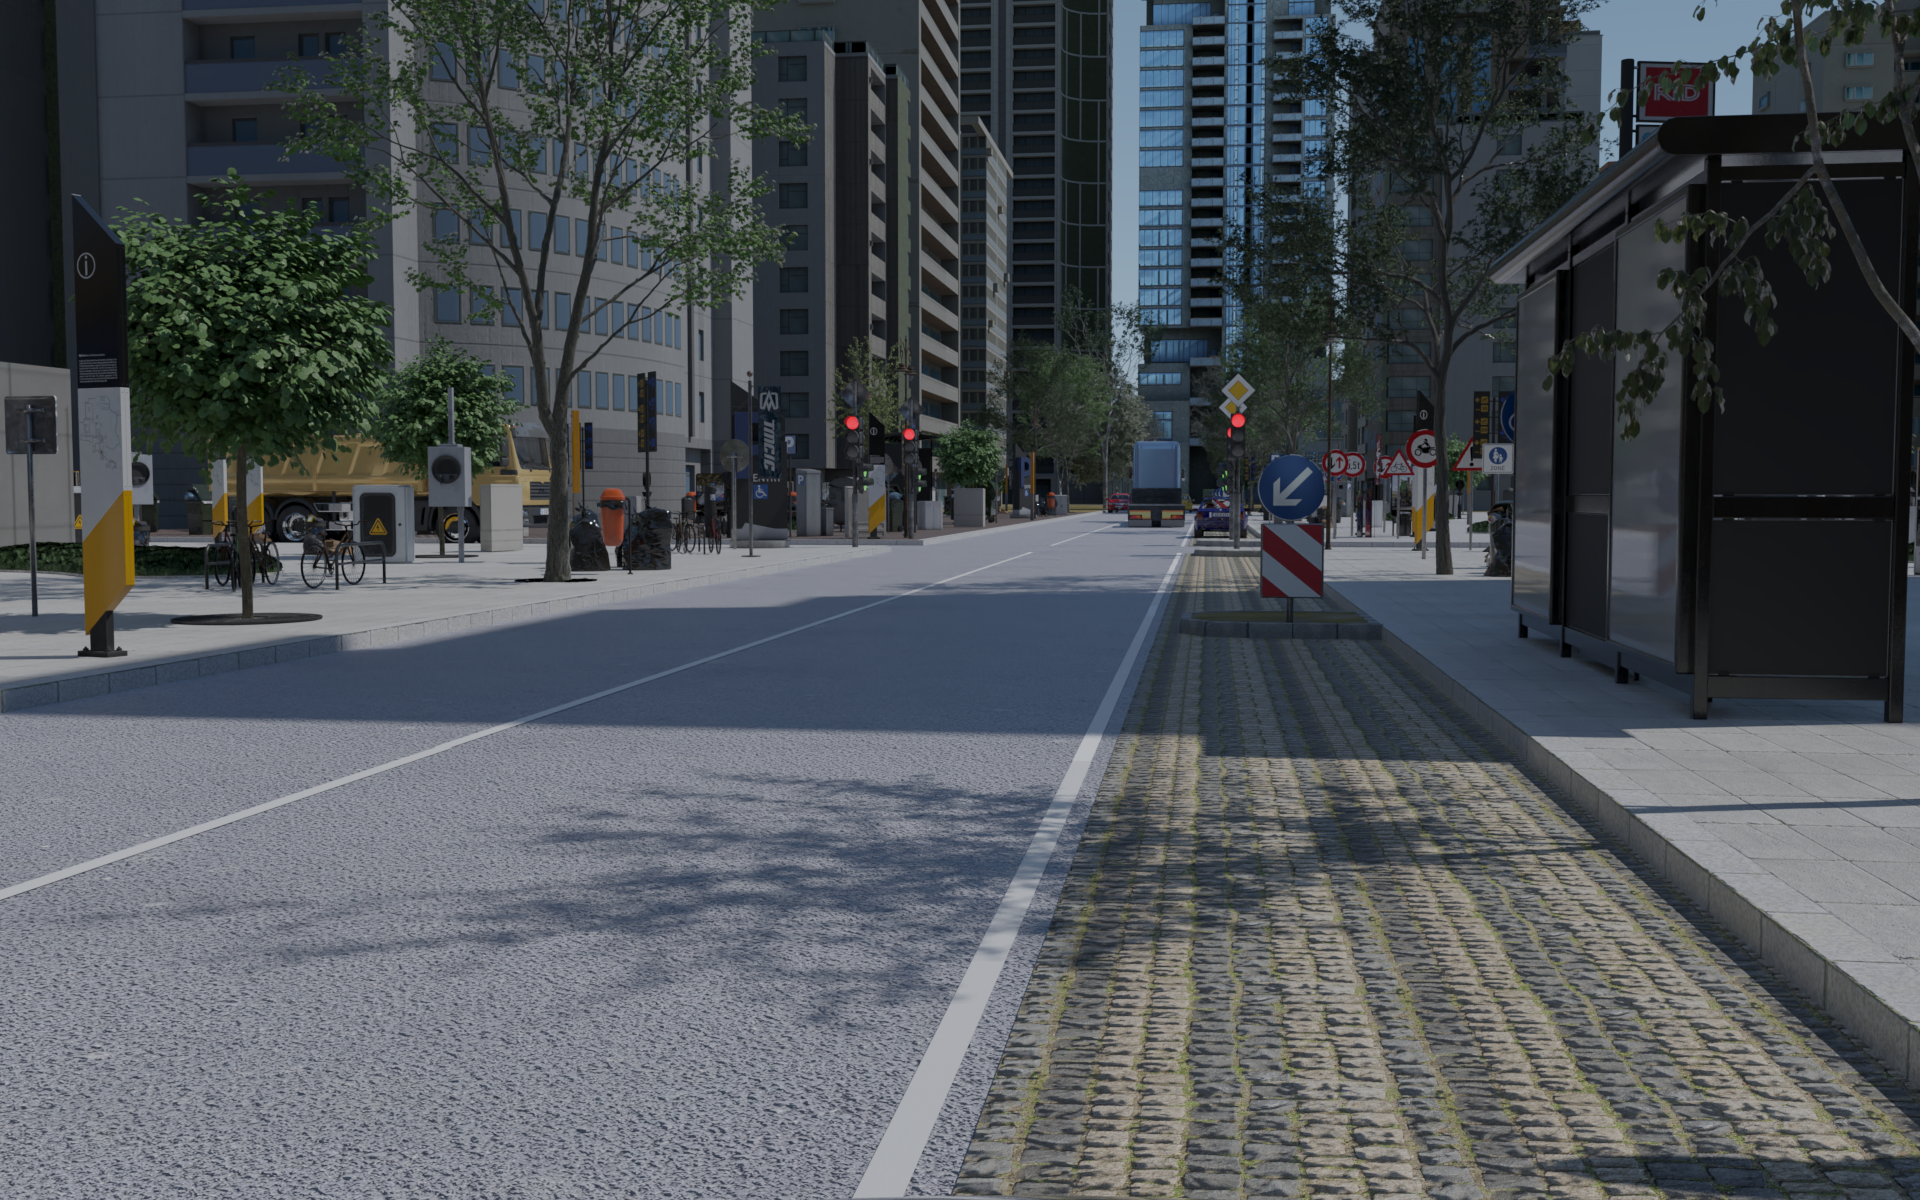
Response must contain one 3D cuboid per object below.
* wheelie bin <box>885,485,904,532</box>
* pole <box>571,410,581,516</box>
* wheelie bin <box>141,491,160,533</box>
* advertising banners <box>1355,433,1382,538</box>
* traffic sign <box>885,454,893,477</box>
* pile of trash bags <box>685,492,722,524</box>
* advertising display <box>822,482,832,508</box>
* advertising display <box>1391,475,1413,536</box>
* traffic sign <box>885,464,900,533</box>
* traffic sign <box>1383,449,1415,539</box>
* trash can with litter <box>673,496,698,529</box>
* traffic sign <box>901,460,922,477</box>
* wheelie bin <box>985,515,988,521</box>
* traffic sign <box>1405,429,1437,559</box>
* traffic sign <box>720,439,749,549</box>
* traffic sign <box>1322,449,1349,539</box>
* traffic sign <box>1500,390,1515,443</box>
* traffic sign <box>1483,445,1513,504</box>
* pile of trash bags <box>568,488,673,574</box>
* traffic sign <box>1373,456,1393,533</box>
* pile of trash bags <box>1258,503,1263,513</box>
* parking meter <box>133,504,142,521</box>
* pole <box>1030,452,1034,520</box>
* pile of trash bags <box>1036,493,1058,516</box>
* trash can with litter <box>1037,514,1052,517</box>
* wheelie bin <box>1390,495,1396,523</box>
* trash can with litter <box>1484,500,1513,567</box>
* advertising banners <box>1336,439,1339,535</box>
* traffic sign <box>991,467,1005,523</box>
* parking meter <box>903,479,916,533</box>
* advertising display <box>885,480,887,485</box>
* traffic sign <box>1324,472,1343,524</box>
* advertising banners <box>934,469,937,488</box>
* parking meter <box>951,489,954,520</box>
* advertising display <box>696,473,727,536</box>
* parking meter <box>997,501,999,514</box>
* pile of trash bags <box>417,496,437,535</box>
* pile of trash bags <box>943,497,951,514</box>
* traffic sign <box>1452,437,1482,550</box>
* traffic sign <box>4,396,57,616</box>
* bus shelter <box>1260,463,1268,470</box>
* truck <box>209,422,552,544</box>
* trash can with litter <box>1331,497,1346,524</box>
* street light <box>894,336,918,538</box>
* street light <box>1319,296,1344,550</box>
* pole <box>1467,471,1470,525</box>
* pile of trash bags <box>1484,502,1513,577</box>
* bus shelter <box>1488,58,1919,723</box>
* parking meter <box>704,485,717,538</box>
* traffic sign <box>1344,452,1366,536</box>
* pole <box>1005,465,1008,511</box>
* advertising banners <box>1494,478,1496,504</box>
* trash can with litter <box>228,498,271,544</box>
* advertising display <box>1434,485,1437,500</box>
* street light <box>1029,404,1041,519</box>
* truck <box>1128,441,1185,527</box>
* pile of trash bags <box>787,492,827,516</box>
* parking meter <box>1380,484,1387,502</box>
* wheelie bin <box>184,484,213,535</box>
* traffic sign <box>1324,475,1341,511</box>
[{"bbox_3d":[-2.309,-3.105,58.679,0.693,1.594,0.980,-3,5,-44],"label":"wheelie bin"},{"bbox_3d":[-9.364,-2.961,42.251,0.158,3.312,0.155,0,3,0],"label":"pole"},{"bbox_3d":[-27.138,-3.055,57.861,0.693,1.594,0.980,-1,4,-19],"label":"wheelie bin"},{"bbox_3d":[12.028,-3.350,50.954,0.090,3.025,2.074,0,4,-6],"label":"advertising banners"},{"bbox_3d":[-2.450,-3.252,53.270,0.768,2.556,0.104,1,4,14],"label":"traffic sign"},{"bbox_3d":[-10.843,-4.037,75.758,1.912,1.369,3.447,2,4,29],"label":"pile of trash bags"},{"bbox_3d":[-7.279,-5.471,94.657,0.123,1.923,0.974,-2,4,-33],"label":"advertising display"},{"bbox_3d":[13.605,-2.915,52.873,0.123,1.923,0.974,-3,5,-44],"label":"advertising display"},{"bbox_3d":[-2.352,-3.413,56.984,0.795,2.450,0.064,1,4,9],"label":"traffic sign"},{"bbox_3d":[12.525,-3.026,49.473,0.884,2.594,0.081,1,4,16],"label":"traffic sign"},{"bbox_3d":[-10.533,-3.269,64.512,2.233,1.210,1.678,-3,5,-41],"label":"trash can with litter"},{"bbox_3d":[-1.695,-3.664,60.010,0.768,2.556,0.104,1,4,17],"label":"traffic sign"},{"bbox_3d":[0.931,-4.632,83.637,0.693,1.594,0.980,1,4,23],"label":"wheelie bin"},{"bbox_3d":[9.144,-2.077,34.066,0.768,2.556,0.104,1,4,16],"label":"traffic sign"},{"bbox_3d":[-5.236,-2.451,40.184,0.768,2.556,0.104,1,4,17],"label":"traffic sign"},{"bbox_3d":[10.697,-3.014,49.390,0.768,2.556,0.104,1,4,15],"label":"traffic sign"},{"bbox_3d":[6.566,-1.205,19.807,0.768,2.556,0.104,1,4,17],"label":"traffic sign"},{"bbox_3d":[10.886,-2.018,35.119,0.606,2.300,0.079,1,4,9],"label":"traffic sign"},{"bbox_3d":[-5.774,-1.179,29.034,1.912,1.369,3.447,-1,4,-11],"label":"pile of trash bags"},{"bbox_3d":[14.127,-3.516,57.594,0.768,2.556,0.104,1,4,12],"label":"traffic sign"},{"bbox_3d":[21.796,-6.634,118.217,1.912,1.369,3.447,-1,4,-16],"label":"pile of trash bags"},{"bbox_3d":[-18.911,-1.907,39.596,0.372,1.533,0.369,0,3,0],"label":"parking meter"},{"bbox_3d":[3.517,-5.532,84.292,0.158,3.312,0.155,0,3,0],"label":"pole"},{"bbox_3d":[4.903,-5.678,102.590,1.912,1.369,3.447,-1,4,-18],"label":"pile of trash bags"},{"bbox_3d":[4.285,-5.289,97.532,2.233,1.210,1.678,-2,4,-24],"label":"trash can with litter"},{"bbox_3d":[19.293,-4.155,75.838,0.980,1.594,0.693,2,4,31],"label":"wheelie bin"},{"bbox_3d":[9.386,-1.153,30.234,0.624,1.170,1.055,0,4,1],"label":"trash can with litter"},{"bbox_3d":[11.881,-3.578,54.692,0.090,3.025,2.074,1,4,10],"label":"advertising banners"},{"bbox_3d":[1.596,-4.648,76.107,0.768,2.556,0.104,1,4,14],"label":"traffic sign"},{"bbox_3d":[-1.664,-3.145,57.140,0.399,1.863,0.255,-2,4,-27],"label":"parking meter"},{"bbox_3d":[-2.672,-3.441,61.479,0.123,1.923,0.974,0,4,-5],"label":"advertising display"},{"bbox_3d":[15.836,-4.486,73.458,0.768,2.556,0.104,1,4,16],"label":"traffic sign"},{"bbox_3d":[-1.998,-7.587,120.236,0.090,3.025,2.074,-2,4,-25],"label":"advertising banners"},{"bbox_3d":[-0.276,-4.749,86.049,0.372,1.533,0.369,0,3,0],"label":"parking meter"},{"bbox_3d":[-7.700,-2.960,53.607,0.974,1.923,0.123,1,4,14],"label":"advertising display"},{"bbox_3d":[2.285,-6.272,110.961,0.372,1.533,0.369,0,3,0],"label":"parking meter"},{"bbox_3d":[-16.768,-2.785,55.288,3.447,1.369,1.912,2,4,28],"label":"pile of trash bags"},{"bbox_3d":[0.412,-6.057,108.779,1.912,1.369,3.447,-2,4,-30],"label":"pile of trash bags"},{"bbox_3d":[11.649,-2.413,39.456,0.884,2.594,0.081,1,4,17],"label":"traffic sign"},{"bbox_3d":[-9.693,-0.976,18.086,0.606,2.300,0.079,1,4,11],"label":"traffic sign"},{"bbox_3d":[18.868,-6.648,102.625,2.014,3.302,5.546,1,4,8],"label":"bus shelter"},{"bbox_3d":[-15.141,-3.114,46.835,9.791,3.379,3.469,1,4,8],"label":"truck"},{"bbox_3d":[16.387,-3.934,75.710,0.624,1.170,1.055,2,4,33],"label":"trash can with litter"},{"bbox_3d":[-1.576,-4.761,50.636,0.468,5.910,1.993,0,4,8],"label":"street light"},{"bbox_3d":[8.479,-4.094,39.724,0.468,5.910,1.993,0,4,8],"label":"street light"},{"bbox_3d":[21.277,-4.796,72.260,0.158,3.312,0.155,0,3,0],"label":"pole"},{"bbox_3d":[9.069,-1.047,26.864,1.912,1.369,3.447,2,4,25],"label":"pile of trash bags"},{"bbox_3d":[5.571,-2.212,13.798,2.179,5.291,8.768,1,4,8],"label":"bus shelter"},{"bbox_3d":[-7.348,-2.607,51.039,0.372,1.533,0.369,0,3,0],"label":"parking meter"},{"bbox_3d":[11.870,-3.197,52.385,0.768,2.556,0.104,1,4,15],"label":"traffic sign"},{"bbox_3d":[3.235,-7.748,120.524,0.158,3.312,0.155,0,3,0],"label":"pole"},{"bbox_3d":[24.253,-5.042,78.627,0.090,3.025,2.074,1,4,12],"label":"advertising banners"},{"bbox_3d":[-18.320,-2.035,44.665,1.055,1.170,0.624,0,4,1],"label":"trash can with litter"},{"bbox_3d":[30.498,-6.419,110.161,0.123,1.923,0.974,-3,5,-41],"label":"advertising display"},{"bbox_3d":[3.860,-7.113,89.087,0.468,5.910,1.993,0,4,8],"label":"street light"},{"bbox_3d":[9.378,-5.678,82.601,2.967,4.110,18.799,0,4,6],"label":"truck"},{"bbox_3d":[-6.936,-4.023,75.536,1.912,1.369,3.447,-1,4,-23],"label":"pile of trash bags"},{"bbox_3d":[24.168,-5.697,98.856,0.399,1.863,0.255,-2,4,-32],"label":"parking meter"},{"bbox_3d":[-23.966,-2.851,54.527,0.693,1.594,0.980,1,4,15],"label":"wheelie bin"},{"bbox_3d":[15.876,-4.542,74.266,0.884,2.594,0.081,1,4,10],"label":"traffic sign"}]
